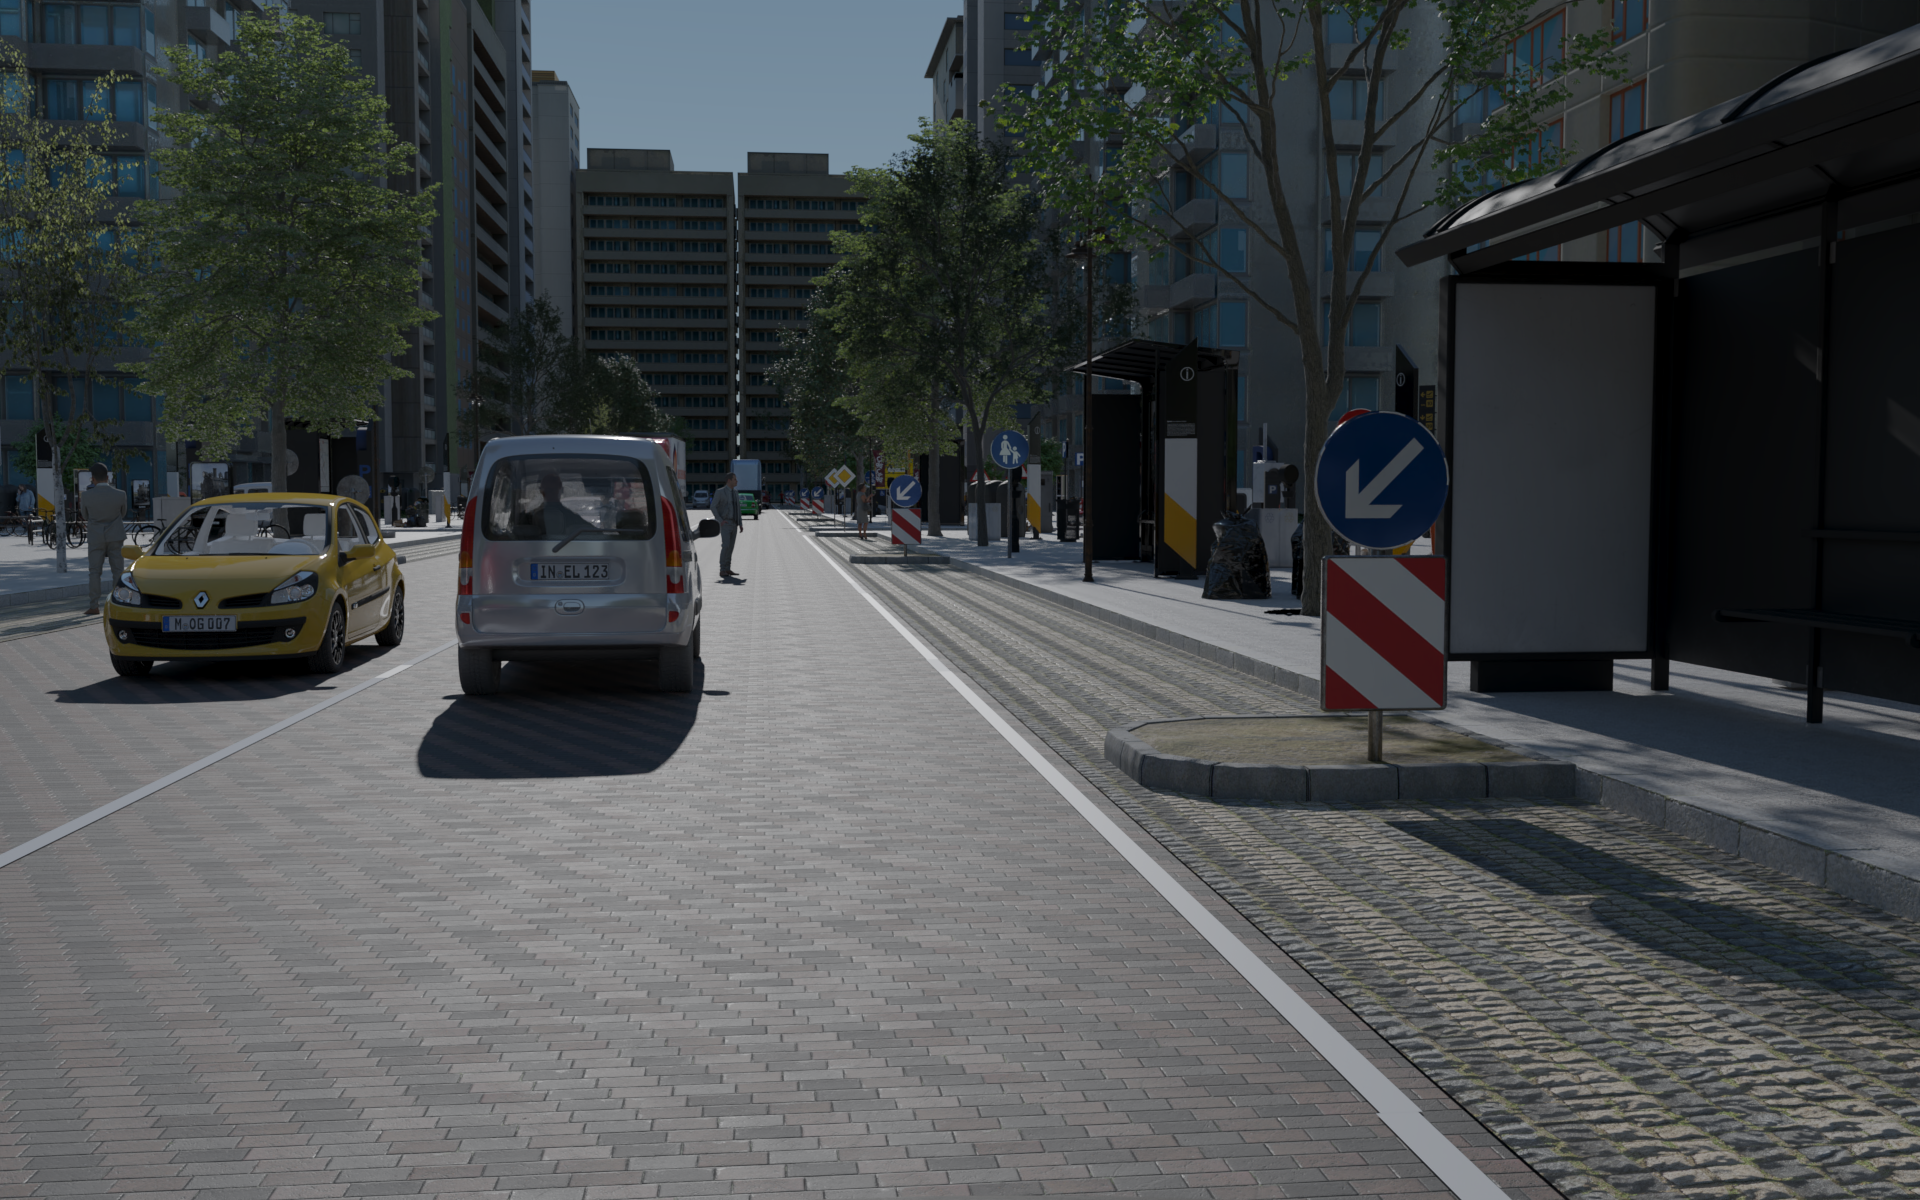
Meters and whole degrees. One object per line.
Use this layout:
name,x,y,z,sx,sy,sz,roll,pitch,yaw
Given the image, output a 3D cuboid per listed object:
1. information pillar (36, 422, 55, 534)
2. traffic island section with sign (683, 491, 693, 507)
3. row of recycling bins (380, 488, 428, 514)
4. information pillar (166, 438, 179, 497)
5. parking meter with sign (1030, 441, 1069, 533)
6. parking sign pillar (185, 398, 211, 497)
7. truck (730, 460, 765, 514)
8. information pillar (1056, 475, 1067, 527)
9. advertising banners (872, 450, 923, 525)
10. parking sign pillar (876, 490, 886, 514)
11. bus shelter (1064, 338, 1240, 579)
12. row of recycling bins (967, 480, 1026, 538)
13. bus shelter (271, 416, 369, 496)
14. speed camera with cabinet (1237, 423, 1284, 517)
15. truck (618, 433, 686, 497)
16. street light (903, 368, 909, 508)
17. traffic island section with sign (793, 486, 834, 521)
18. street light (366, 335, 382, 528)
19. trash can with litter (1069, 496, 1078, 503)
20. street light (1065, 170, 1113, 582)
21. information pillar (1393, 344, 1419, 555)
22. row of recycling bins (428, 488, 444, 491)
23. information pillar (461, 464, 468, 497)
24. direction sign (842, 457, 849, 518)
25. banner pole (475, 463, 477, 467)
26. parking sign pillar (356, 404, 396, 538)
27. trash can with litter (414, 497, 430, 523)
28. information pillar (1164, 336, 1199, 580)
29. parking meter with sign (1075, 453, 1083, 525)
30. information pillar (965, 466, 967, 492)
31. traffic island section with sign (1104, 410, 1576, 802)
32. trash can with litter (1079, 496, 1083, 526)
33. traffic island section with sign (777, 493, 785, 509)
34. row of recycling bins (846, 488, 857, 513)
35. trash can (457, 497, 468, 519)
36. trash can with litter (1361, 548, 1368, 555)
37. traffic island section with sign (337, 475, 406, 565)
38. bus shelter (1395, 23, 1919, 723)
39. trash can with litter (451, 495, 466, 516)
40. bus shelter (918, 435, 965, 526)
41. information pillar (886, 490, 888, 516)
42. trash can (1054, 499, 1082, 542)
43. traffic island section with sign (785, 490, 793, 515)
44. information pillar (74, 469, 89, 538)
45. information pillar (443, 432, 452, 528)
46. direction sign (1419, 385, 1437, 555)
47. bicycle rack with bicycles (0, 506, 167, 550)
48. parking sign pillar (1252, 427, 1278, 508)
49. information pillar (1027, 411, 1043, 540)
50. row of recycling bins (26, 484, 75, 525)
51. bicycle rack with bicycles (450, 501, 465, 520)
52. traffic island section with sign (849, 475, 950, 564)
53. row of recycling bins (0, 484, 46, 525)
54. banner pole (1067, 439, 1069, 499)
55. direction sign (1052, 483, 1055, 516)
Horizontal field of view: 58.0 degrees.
information pillar,-29.519,-3.949,55.925,0.504,3.616,0.183,-3,4,-38
traffic island section with sign,-30.540,-11.287,193.176,1.989,1.847,2.006,0,4,-7
row of recycling bins,-36.210,-6.410,111.914,3.534,1.692,1.069,2,4,31
information pillar,-29.717,-4.530,65.416,0.504,3.616,0.183,1,4,19
parking meter with sign,2.673,-3.728,57.220,1.738,3.016,0.543,-1,4,-10
parking sign pillar,-21.168,-3.651,48.170,1.447,3.967,1.447,-1,4,-13
truck,-16.151,-8.557,129.659,2.967,4.110,18.799,0,4,-6
information pillar,3.953,-3.843,67.329,0.304,2.012,0.304,-3,5,-42
advertising banners,-2.478,-4.435,68.698,2.074,3.025,0.090,-1,4,-19
parking sign pillar,-5.038,-7.674,113.935,1.447,3.967,1.447,1,4,20
bus shelter,3.128,-2.327,29.327,1.731,3.624,6.357,0,4,-6
row of recycling bins,1.055,-2.789,52.718,1.069,1.692,3.534,-1,4,-18
bus shelter,-19.489,-3.799,53.399,1.731,3.624,6.357,0,4,-7
speed camera with cabinet,7.967,-3.274,47.867,2.038,3.252,0.660,-2,4,-26
truck,-14.522,-5.648,81.266,2.839,4.237,11.283,0,4,-5
street light,-1.816,-5.235,58.384,0.468,5.910,1.993,0,4,-7
traffic island section with sign,-7.601,-5.038,90.999,1.989,1.847,2.006,0,4,-7
street light,-16.159,-4.590,47.839,0.468,5.910,1.993,0,4,-7
trash can with litter,6.547,-5.584,102.683,0.624,1.170,1.055,-2,4,-25
street light,1.879,-3.204,25.166,0.468,5.910,1.993,0,4,-7
information pillar,6.909,-2.173,26.890,0.183,3.616,0.504,-1,4,-22
row of recycling bins,-35.390,-6.704,116.724,1.069,1.692,3.534,-3,4,-36
information pillar,-38.211,-8.696,133.539,0.504,3.616,0.183,-1,4,-12
direction sign,-6.283,-6.280,94.673,0.379,3.537,0.876,0,4,2
banner pole,-38.241,-9.034,137.729,0.401,3.779,0.863,3,5,40
parking sign pillar,-17.211,-3.788,50.403,1.447,3.967,1.447,-1,4,-10
trash can with litter,-23.746,-3.983,76.514,0.624,1.170,1.055,-1,4,-13
information pillar,3.319,-2.112,25.889,0.504,3.616,0.183,1,4,15
parking meter with sign,5.374,-4.729,73.573,0.543,3.016,1.738,1,4,19
information pillar,0.255,-8.171,124.953,0.504,3.616,0.183,0,4,6
traffic island section with sign,1.814,-0.022,8.990,1.989,1.847,2.006,0,4,-7
trash can with litter,4.798,-3.564,69.322,1.678,1.210,2.233,-2,4,-34
traffic island section with sign,-16.409,-9.726,167.652,1.989,1.847,2.006,0,4,-7
row of recycling bins,-7.676,-6.876,119.539,1.069,1.692,3.534,0,4,8
trash can,-25.266,-4.690,88.341,0.748,1.137,0.748,0,3,0
trash can with litter,7.554,-1.186,30.785,1.055,1.170,0.624,-2,4,-26
traffic island section with sign,-12.389,-1.625,35.203,1.989,1.847,2.006,0,4,-7
bus shelter,4.152,-0.904,8.709,2.014,3.302,5.546,0,4,-7
trash can with litter,-29.597,-5.527,101.422,2.233,1.210,1.678,-3,5,-40
bus shelter,-0.916,-4.930,71.893,1.731,3.624,6.357,0,4,-6
information pillar,-4.055,-5.839,99.960,0.304,2.012,0.304,2,4,33
trash can,2.896,-2.119,46.301,0.748,1.137,0.748,0,3,0
traffic island section with sign,-10.681,-6.676,117.778,1.989,1.847,2.006,0,4,-7
information pillar,-25.626,-2.818,50.560,0.304,2.012,0.304,3,5,40
information pillar,-19.520,-4.559,65.887,0.183,3.616,0.504,-2,4,-35
direction sign,9.919,-2.688,35.947,0.876,3.537,0.379,3,5,40
bicycle rack with bicycles,-20.374,-1.691,41.025,2.852,0.926,2.925,1,4,21
parking sign pillar,12.242,-4.955,69.482,1.447,3.967,1.447,-1,4,-20
information pillar,2.088,-3.504,48.642,0.504,3.616,0.183,-3,5,-45
row of recycling bins,-37.594,-3.977,72.142,1.069,1.692,3.534,-1,4,-10
bicycle rack with bicycles,-24.064,-4.391,85.168,2.852,0.926,2.925,1,4,11
traffic island section with sign,-1.298,-1.680,36.096,1.989,1.847,2.006,0,4,-7
row of recycling bins,-40.299,-4.034,73.062,3.534,1.692,1.069,2,4,24
banner pole,4.930,-5.434,78.870,0.401,3.779,0.863,1,4,8
direction sign,5.417,-6.724,101.935,0.876,3.537,0.379,0,4,6
